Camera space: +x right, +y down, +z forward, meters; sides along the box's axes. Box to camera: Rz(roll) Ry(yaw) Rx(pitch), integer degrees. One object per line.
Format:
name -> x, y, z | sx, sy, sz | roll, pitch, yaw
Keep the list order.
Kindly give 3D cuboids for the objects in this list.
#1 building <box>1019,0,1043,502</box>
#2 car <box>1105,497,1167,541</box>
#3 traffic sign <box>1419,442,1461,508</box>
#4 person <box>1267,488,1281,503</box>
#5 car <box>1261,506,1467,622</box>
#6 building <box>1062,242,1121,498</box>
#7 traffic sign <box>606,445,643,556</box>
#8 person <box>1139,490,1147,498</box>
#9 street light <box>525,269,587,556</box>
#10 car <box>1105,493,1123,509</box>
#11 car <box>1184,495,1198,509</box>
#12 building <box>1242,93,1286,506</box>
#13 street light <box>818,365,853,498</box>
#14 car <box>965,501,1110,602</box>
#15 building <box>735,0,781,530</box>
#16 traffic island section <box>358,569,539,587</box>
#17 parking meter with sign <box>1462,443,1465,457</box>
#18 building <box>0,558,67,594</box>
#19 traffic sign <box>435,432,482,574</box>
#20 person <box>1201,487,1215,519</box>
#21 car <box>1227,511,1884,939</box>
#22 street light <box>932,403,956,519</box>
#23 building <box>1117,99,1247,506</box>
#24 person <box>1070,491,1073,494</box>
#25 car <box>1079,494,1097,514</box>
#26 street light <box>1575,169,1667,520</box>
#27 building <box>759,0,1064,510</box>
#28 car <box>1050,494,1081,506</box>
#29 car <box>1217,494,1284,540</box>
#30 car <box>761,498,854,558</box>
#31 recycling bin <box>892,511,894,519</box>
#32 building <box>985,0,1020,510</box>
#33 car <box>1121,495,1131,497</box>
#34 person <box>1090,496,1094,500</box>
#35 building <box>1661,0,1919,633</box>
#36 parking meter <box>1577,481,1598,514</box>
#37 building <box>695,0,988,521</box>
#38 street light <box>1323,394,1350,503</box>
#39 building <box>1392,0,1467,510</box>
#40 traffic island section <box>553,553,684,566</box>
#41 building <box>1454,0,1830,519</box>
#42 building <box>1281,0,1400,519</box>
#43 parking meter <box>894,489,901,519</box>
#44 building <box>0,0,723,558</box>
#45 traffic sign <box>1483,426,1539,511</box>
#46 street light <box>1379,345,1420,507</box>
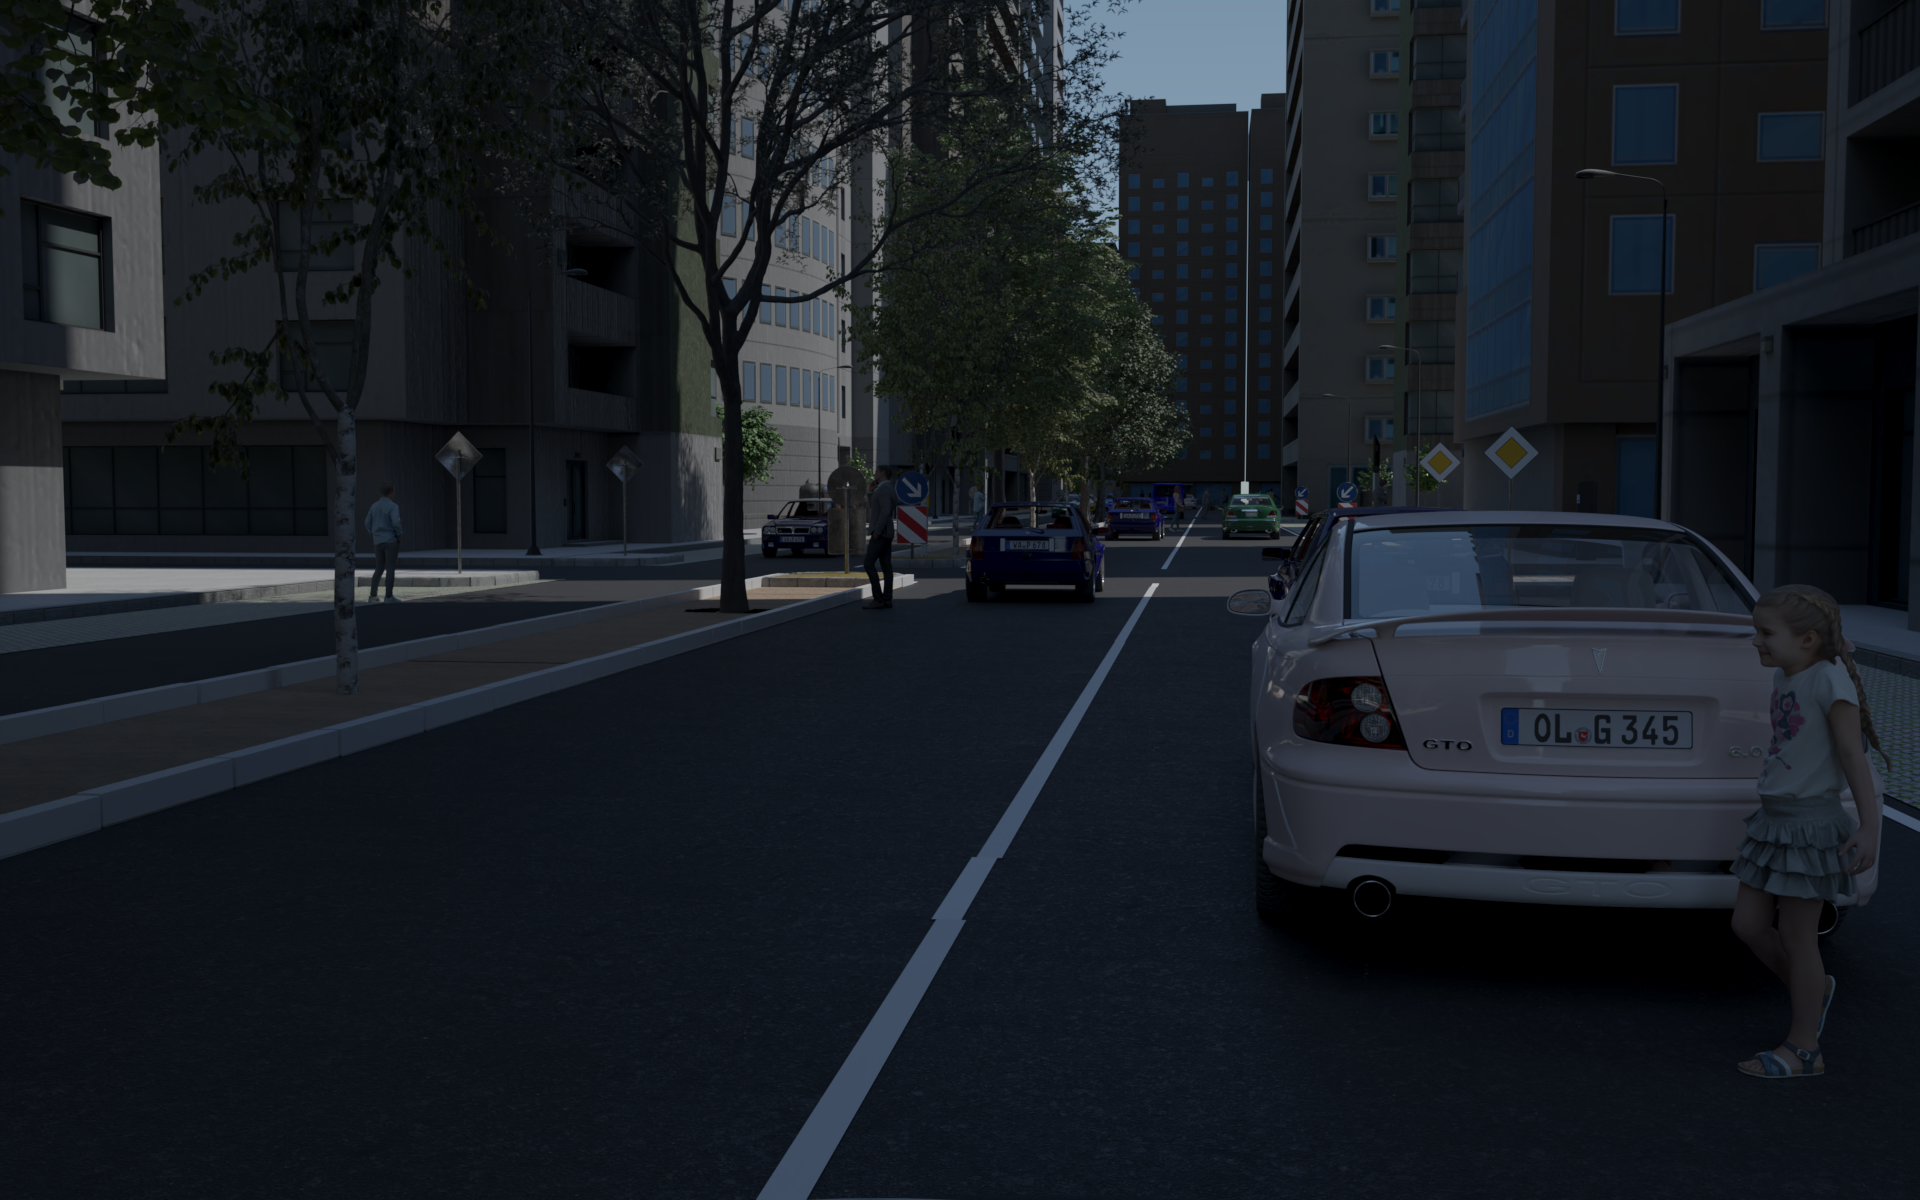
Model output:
building -> -4.759, -32.356, 148.622 | 23.786, 49.044, 30.456 | 1, 4, 8
car -> 5.519, -2.566, 54.530 | 1.945, 1.354, 3.894 | 1, 4, 9
traffic sign -> 9.250, -1.822, 33.439 | 0.795, 2.450, 0.064 | 1, 4, 8
person -> 20.076, -6.299, 111.590 | 1.348, 1.812, 0.705 | 2, 4, 28
car -> 3.575, -0.132, 14.733 | 1.945, 1.354, 3.894 | 0, 4, 7
building -> 11.517, -26.245, 200.800 | 14.107, 30.474, 14.160 | 1, 4, 8
traffic sign -> -6.925, -1.966, 35.785 | 0.795, 2.450, 0.064 | 1, 4, 8
person -> 16.980, -9.319, 160.873 | 0.705, 1.822, 1.348 | -3, 5, -39
street light -> -8.381, -3.879, 35.965 | 1.470, 5.913, 1.316 | 1, 4, 8
car -> 14.833, -9.631, 167.056 | 1.945, 1.707, 3.694 | 1, 4, 9
car -> 21.297, -9.213, 162.992 | 2.083, 1.381, 4.827 | 1, 4, 10
building -> 39.844, -33.404, 196.266 | 14.200, 45.320, 14.600 | 1, 4, 8
street light -> -4.548, -5.503, 62.516 | 1.470, 5.913, 1.316 | 1, 4, 8
car -> 1.113, -0.720, 24.346 | 1.945, 1.354, 3.894 | 0, 4, 7
building -> -15.884, -32.389, 71.559 | 21.231, 58.520, 28.212 | 1, 4, 8
traffic island section -> -8.090, -0.347, 27.947 | 2.009, 0.180, 2.903 | 1, 4, 8
parking meter with sign -> 16.968, -3.645, 55.864 | 0.543, 3.016, 1.738 | -1, 4, -23
building -> -18.483, -15.204, 20.292 | 14.107, 30.474, 14.160 | 1, 4, 8
traffic sign -> -8.065, -1.483, 27.882 | 0.795, 2.450, 0.064 | 1, 4, 8
person -> 13.993, -5.470, 98.063 | 0.853, 1.813, 0.709 | 2, 4, 32
car -> 2.134, 0.324, 7.066 | 2.083, 1.381, 4.827 | 1, 4, 9
street light -> -0.737, -7.122, 88.984 | 1.470, 5.913, 1.316 | 1, 4, 8
building -> 25.671, -33.592, 199.332 | 14.200, 45.320, 14.600 | 1, 4, 8
person -> 7.407, -6.472, 115.038 | 1.217, 1.743, 0.721 | 1, 4, 10
car -> 9.305, -7.199, 127.932 | 2.015, 1.641, 3.980 | 1, 4, 10
street light -> 9.502, -3.201, 24.883 | 1.470, 5.913, 1.316 | 1, 4, 8
building -> -3.862, -38.756, 175.651 | 28.212, 58.520, 21.231 | 1, 4, 8
car -> 6.545, -5.653, 104.222 | 2.131, 1.459, 4.920 | 0, 4, 8
car -> 9.378, -2.697, 55.900 | 2.131, 1.459, 4.920 | 1, 4, 9
car -> -3.413, -1.700, 40.381 | 1.945, 1.354, 3.894 | 1, 4, 9
recycling bin -> -3.665, -4.759, 90.358 | 0.722, 1.027, 0.722 | 0, 4, 3
building -> -7.495, -30.525, 122.783 | 21.300, 48.544, 21.600 | 1, 4, 8
car -> 16.627, -9.933, 174.981 | 1.945, 1.354, 3.894 | 0, 4, 7
person -> 8.825, -6.838, 120.827 | 1.217, 1.766, 0.721 | -1, 4, -21
building -> 18.891, -35.079, 11.799 | 20.563, 71.187, 20.611 | 1, 4, 8
parking meter -> 12.130, -1.536, 33.522 | 0.372, 1.533, 0.369 | 0, 3, 0
building -> -6.215, -20.106, 100.431 | 14.160, 30.474, 14.107 | 1, 4, 8
street light -> 17.557, -6.611, 80.633 | 1.470, 5.913, 1.316 | 1, 4, 8
building -> 24.070, -18.099, 67.619 | 14.160, 30.474, 14.107 | 1, 4, 8
traffic island section -> -6.949, -0.830, 35.850 | 2.009, 0.180, 2.903 | 1, 4, 8
building -> 19.623, -23.778, 38.875 | 14.200, 45.320, 14.600 | 1, 4, 8
building -> 29.117, -28.821, 94.927 | 21.300, 48.544, 21.600 | 1, 4, 8
parking meter -> -3.223, -4.930, 89.023 | 0.372, 1.533, 0.369 | 0, 3, 0
building -> -14.710, -16.583, 42.841 | 14.160, 30.474, 14.107 | 1, 4, 8
traffic sign -> 8.109, -1.339, 25.536 | 0.795, 2.450, 0.064 | 1, 4, 8
street light -> 13.772, -4.994, 54.192 | 1.470, 5.913, 1.316 | 1, 4, 8
